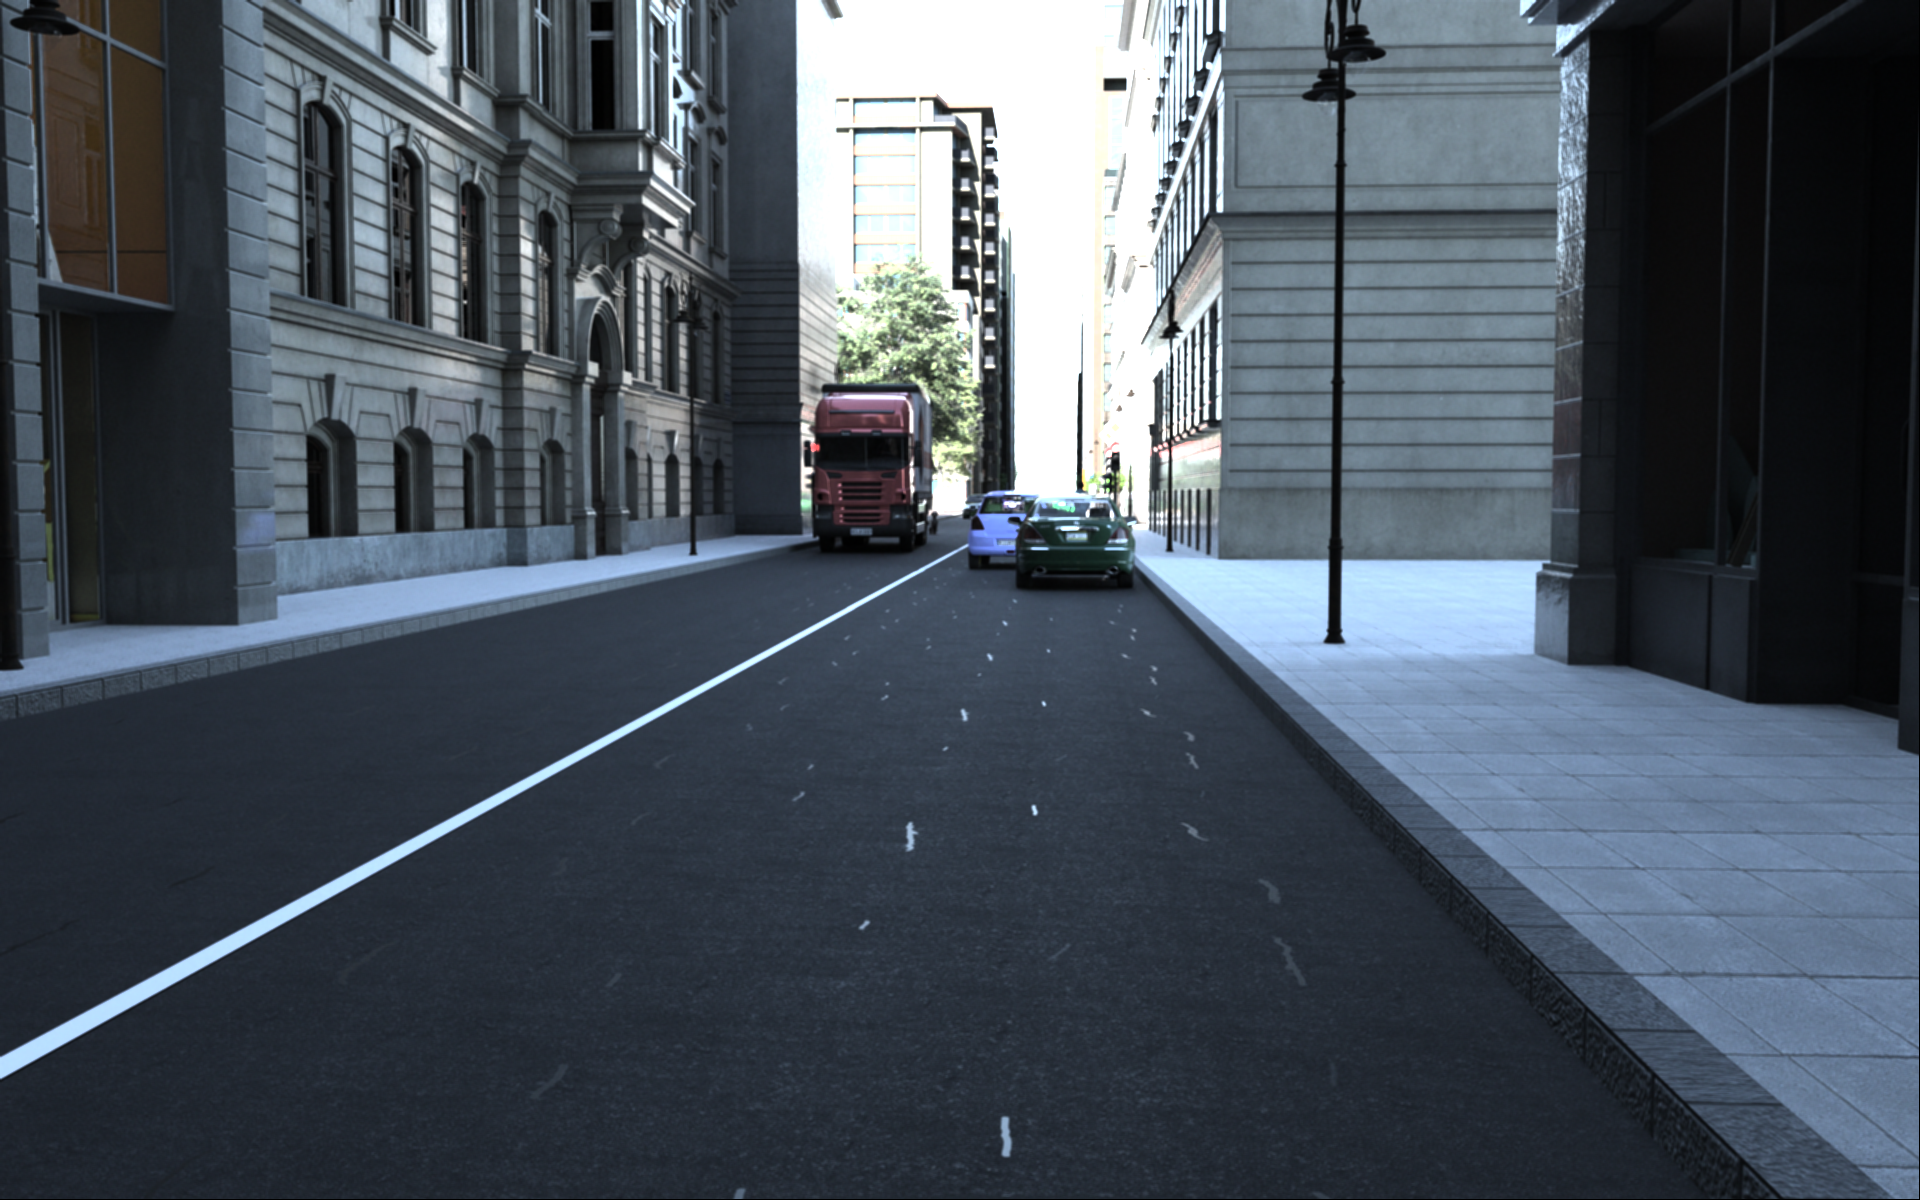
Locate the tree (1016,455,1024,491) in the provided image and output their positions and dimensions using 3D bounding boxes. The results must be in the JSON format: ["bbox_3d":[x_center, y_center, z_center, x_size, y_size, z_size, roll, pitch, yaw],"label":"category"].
[{"bbox_3d":[9.566,-21.767,306.254,4.737,8.622,4.395,0,3,0],"label":"tree"}]

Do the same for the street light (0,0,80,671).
[{"bbox_3d":[-6.956,-2.429,12.498,0.468,5.910,1.993,0,4,3],"label":"street light"}]

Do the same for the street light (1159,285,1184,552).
[{"bbox_3d":[4.679,-4.018,38.487,0.468,5.910,1.993,0,4,3],"label":"street light"}]

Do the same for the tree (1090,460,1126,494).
[{"bbox_3d":[7.615,-5.564,85.573,1.663,3.219,1.824,0,3,0],"label":"tree"}]

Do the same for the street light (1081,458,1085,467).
[{"bbox_3d":[12.608,-12.290,173.723,0.468,5.910,1.993,0,4,3],"label":"street light"}]

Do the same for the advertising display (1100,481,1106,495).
[{"bbox_3d":[6.685,-4.644,81.150,0.123,1.923,0.974,0,4,-4],"label":"advertising display"}]

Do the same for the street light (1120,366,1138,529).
[{"bbox_3d":[6.156,-5.492,62.578,0.468,5.910,1.993,0,4,3],"label":"street light"}]

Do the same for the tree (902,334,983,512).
[{"bbox_3d":[-1.675,-12.443,121.563,7.486,12.596,7.792,0,3,0],"label":"tree"}]

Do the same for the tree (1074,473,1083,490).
[{"bbox_3d":[16.546,-15.008,229.096,4.285,4.588,4.351,0,3,0],"label":"tree"}]

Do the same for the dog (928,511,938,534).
[{"bbox_3d":[-0.860,-2.742,61.662,0.513,0.831,0.800,2,4,28],"label":"dog"}]

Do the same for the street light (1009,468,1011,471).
[{"bbox_3d":[7.378,-17.255,254.898,0.468,5.910,1.993,0,4,3],"label":"street light"}]

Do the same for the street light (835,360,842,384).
[{"bbox_3d":[-4.192,-5.332,59.968,0.468,5.910,1.993,0,4,3],"label":"street light"}]

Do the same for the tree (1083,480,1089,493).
[{"bbox_3d":[11.439,-9.351,147.486,1.663,3.219,1.824,0,3,0],"label":"tree"}]

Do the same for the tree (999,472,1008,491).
[{"bbox_3d":[4.626,-14.701,224.071,4.285,4.588,4.351,0,3,0],"label":"tree"}]

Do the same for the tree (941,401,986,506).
[{"bbox_3d":[0.214,-11.386,136.526,4.360,8.622,3.978,0,3,0],"label":"tree"}]

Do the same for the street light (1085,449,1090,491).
[{"bbox_3d":[11.251,-10.825,149.778,0.468,5.910,1.993,0,4,3],"label":"street light"}]

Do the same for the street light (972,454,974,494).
[{"bbox_3d":[1.089,-10.726,148.163,0.468,5.910,1.993,0,4,3],"label":"street light"}]

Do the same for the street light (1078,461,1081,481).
[{"bbox_3d":[14.074,-13.773,197.968,0.468,5.910,1.993,0,4,3],"label":"street light"}]

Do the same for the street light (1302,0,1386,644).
[{"bbox_3d":[3.228,-2.567,14.756,0.468,5.910,1.993,0,4,3],"label":"street light"}]

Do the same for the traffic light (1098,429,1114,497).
[{"bbox_3d":[6.095,-5.017,70.950,0.839,4.253,0.868,0,4,3],"label":"traffic light"}]

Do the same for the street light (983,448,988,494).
[{"bbox_3d":[2.509,-12.178,171.896,0.468,5.910,1.993,0,4,3],"label":"street light"}]

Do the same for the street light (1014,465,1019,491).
[{"bbox_3d":[8.771,-18.706,278.633,0.468,5.910,1.993,0,4,3],"label":"street light"}]

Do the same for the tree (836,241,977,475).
[{"bbox_3d":[-3.668,-11.155,89.043,9.857,13.997,8.962,0,3,0],"label":"tree"}]

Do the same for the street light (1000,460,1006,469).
[{"bbox_3d":[5.891,-15.803,231.169,0.468,5.910,1.993,0,4,3],"label":"street light"}]

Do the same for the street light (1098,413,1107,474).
[{"bbox_3d":[8.170,-7.610,97.210,0.468,5.910,1.993,0,4,3],"label":"street light"}]

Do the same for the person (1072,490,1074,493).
[{"bbox_3d":[9.468,-8.454,147.167,0.683,1.767,0.568,0,4,4],"label":"person"}]

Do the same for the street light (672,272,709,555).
[{"bbox_3d":[-5.607,-3.881,36.235,0.468,5.910,1.993,0,4,3],"label":"street light"}]

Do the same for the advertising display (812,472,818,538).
[{"bbox_3d":[-4.274,-2.803,51.043,0.123,1.923,0.974,0,4,-1],"label":"advertising display"}]

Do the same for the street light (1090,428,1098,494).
[{"bbox_3d":[9.529,-9.086,121.340,0.468,5.910,1.993,0,4,3],"label":"street light"}]

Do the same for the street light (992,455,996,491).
[{"bbox_3d":[3.862,-13.640,195.796,0.468,5.910,1.993,0,4,3],"label":"street light"}]

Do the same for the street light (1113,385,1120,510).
[{"bbox_3d":[6.744,-6.158,73.477,0.468,5.910,1.993,0,4,3],"label":"street light"}]

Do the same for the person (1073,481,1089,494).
[{"bbox_3d":[3.661,-2.702,52.699,0.660,1.820,0.620,-1,4,-18],"label":"person"}]
